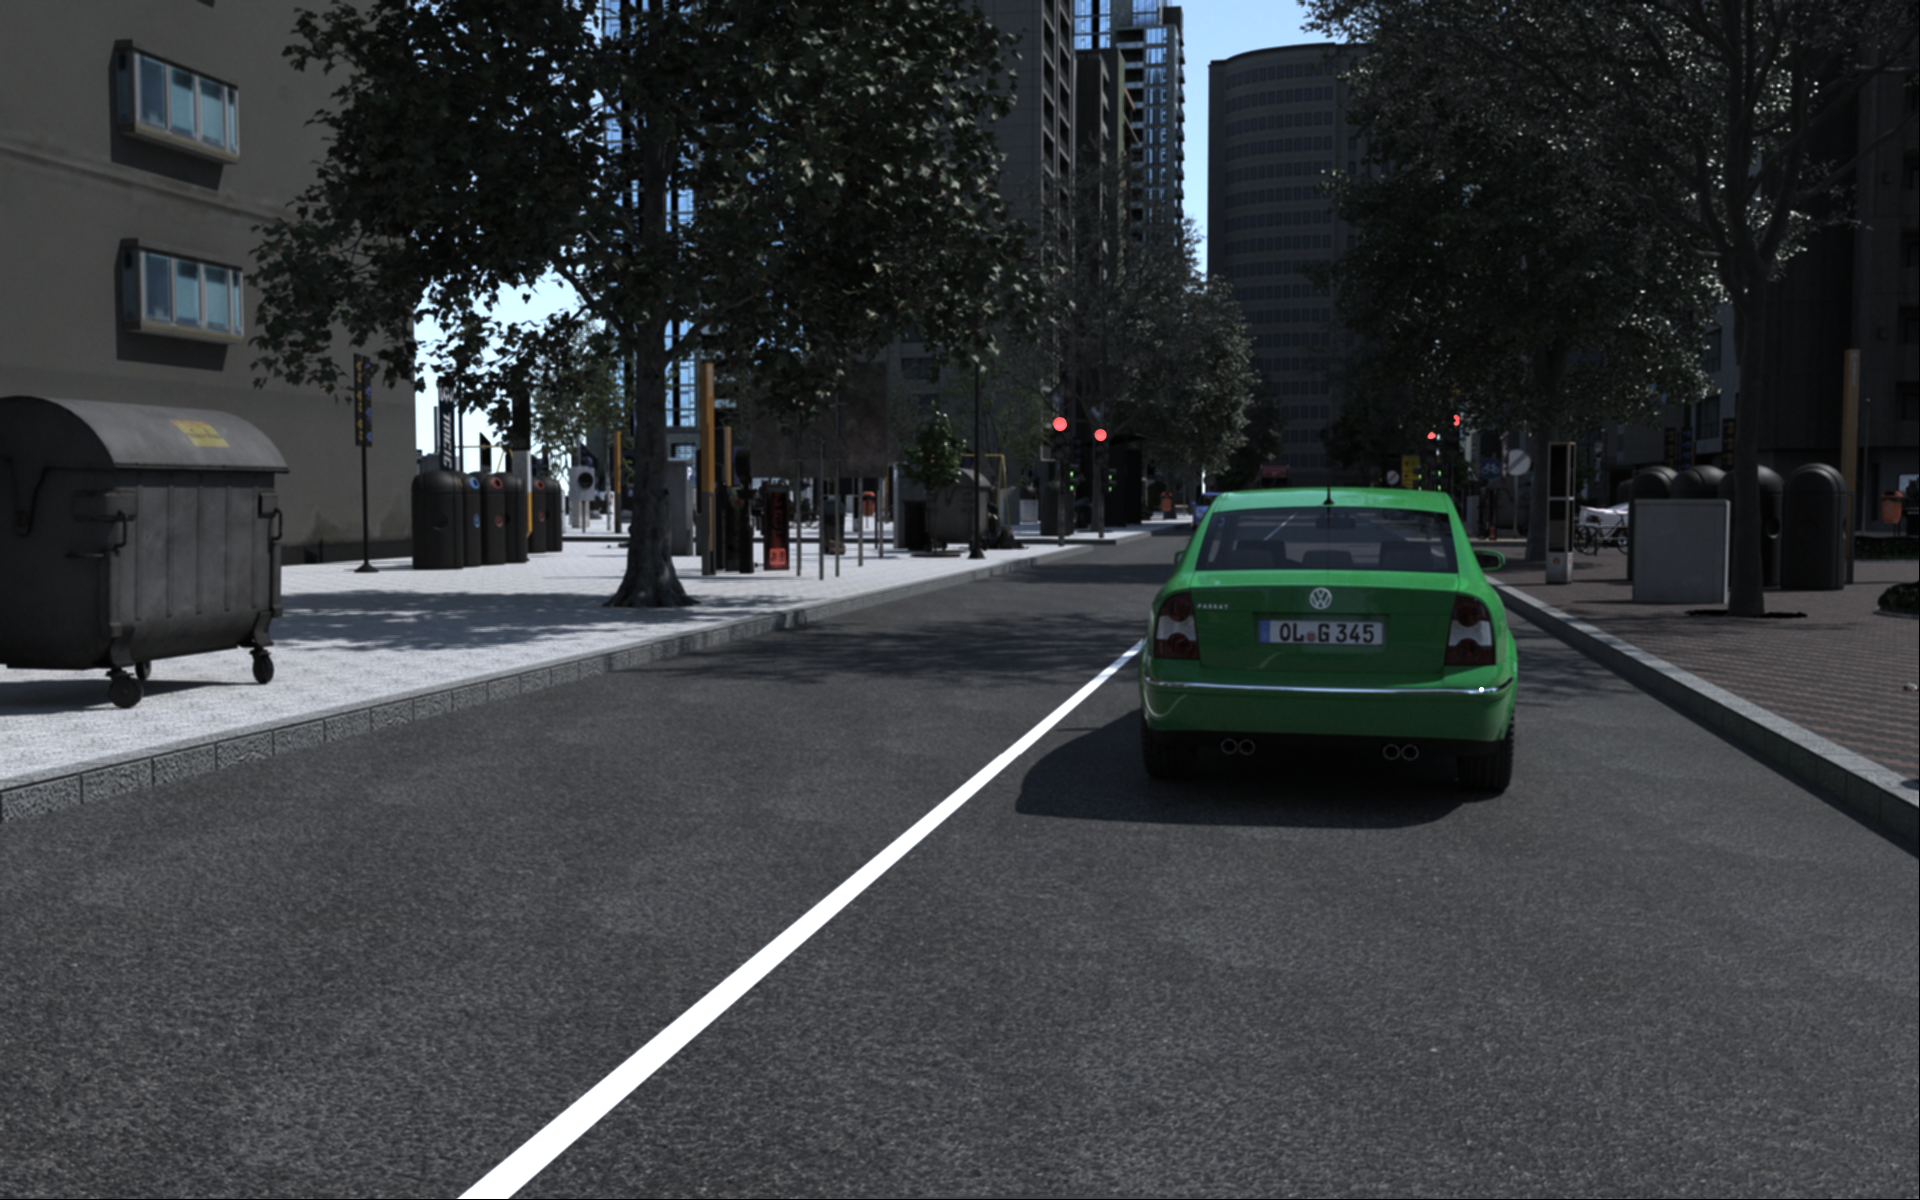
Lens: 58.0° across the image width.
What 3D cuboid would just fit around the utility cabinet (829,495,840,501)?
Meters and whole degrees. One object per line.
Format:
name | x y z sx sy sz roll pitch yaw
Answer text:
utility cabinet | -9.078 -6.962 124.986 1.020 1.237 0.306 3 5 44

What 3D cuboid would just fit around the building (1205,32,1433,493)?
building | 46.451 -41.763 224.830 28.212 58.520 21.231 1 4 12

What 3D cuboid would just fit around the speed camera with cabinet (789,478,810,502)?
speed camera with cabinet | -9.154 -6.111 94.248 2.038 3.252 0.660 1 4 15

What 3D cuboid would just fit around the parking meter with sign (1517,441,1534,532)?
parking meter with sign | 18.791 -3.710 56.917 0.543 3.016 1.738 0 4 -2

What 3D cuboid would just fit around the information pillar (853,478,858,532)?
information pillar | -3.489 -3.321 58.782 0.304 2.012 0.304 0 4 -5

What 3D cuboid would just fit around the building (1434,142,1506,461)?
building | 75.392 -36.735 220.227 30.456 49.044 23.786 1 4 12

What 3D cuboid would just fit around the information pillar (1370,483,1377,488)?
information pillar | 26.816 -6.595 112.325 0.304 2.012 0.304 -2 4 -27

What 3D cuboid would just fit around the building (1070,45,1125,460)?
building | 6.913 -28.860 155.447 14.154 41.232 14.086 1 4 12

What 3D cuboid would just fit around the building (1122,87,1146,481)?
building | 5.091 -32.252 181.937 28.867 44.769 22.147 1 4 12

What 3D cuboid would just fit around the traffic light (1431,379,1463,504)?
traffic light | 11.479 -3.158 40.561 0.839 4.253 0.868 1 4 12

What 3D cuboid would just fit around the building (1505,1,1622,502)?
building | 54.303 -36.345 136.245 21.231 58.520 28.212 1 4 12

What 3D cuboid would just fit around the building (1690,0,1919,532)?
building | 35.217 -17.772 62.270 14.107 30.474 14.160 1 4 12

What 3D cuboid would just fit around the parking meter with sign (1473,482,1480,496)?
parking meter with sign | 28.830 -6.154 96.886 1.738 3.016 0.543 -1 4 -20

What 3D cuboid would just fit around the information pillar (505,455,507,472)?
information pillar | -22.140 -5.750 85.368 0.504 3.616 0.183 -1 4 -9

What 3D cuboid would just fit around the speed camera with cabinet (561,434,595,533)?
speed camera with cabinet | -12.995 -3.812 56.655 2.038 3.252 0.660 -3 5 -40

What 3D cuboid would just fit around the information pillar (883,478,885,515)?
information pillar | -4.616 -6.994 105.698 0.504 3.616 0.183 3 4 37

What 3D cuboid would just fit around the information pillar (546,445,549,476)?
information pillar | -19.504 -5.538 81.893 0.183 3.616 0.504 -1 4 -8

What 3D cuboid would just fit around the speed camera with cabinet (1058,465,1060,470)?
speed camera with cabinet | 6.289 -7.536 117.551 0.660 3.252 2.038 -1 4 -19

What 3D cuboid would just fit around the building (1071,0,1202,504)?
building | 16.697 -56.125 230.322 31.000 86.520 22.319 1 4 12

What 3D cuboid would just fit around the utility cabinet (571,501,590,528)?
utility cabinet | -14.320 -3.470 65.421 0.318 1.500 1.173 0 4 7

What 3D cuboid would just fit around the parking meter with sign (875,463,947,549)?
parking meter with sign | -1.172 -2.707 40.526 1.738 3.016 0.543 -1 4 -20

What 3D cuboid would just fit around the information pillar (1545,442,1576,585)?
information pillar | 8.522 -1.229 24.580 0.304 2.012 0.304 2 4 35

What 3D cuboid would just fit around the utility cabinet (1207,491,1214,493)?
utility cabinet | 17.920 -7.012 123.325 0.318 1.500 1.173 2 4 31

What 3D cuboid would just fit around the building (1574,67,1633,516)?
building | 52.230 -24.956 99.911 32.217 40.220 23.993 1 4 12

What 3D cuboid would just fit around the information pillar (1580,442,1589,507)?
information pillar | 28.309 -5.329 78.483 0.183 3.616 0.504 -1 4 -15

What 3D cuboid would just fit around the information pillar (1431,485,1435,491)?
information pillar | 17.117 -3.582 63.053 0.304 2.012 0.304 0 4 7

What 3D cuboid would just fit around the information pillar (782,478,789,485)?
information pillar | -10.537 -6.928 104.623 0.504 3.616 0.183 3 5 41

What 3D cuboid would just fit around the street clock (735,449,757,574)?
street clock | -3.453 -1.432 27.988 0.358 2.002 0.471 1 4 11

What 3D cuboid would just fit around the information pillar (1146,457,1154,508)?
information pillar | 10.819 -6.563 98.660 0.504 3.616 0.183 -1 4 -16

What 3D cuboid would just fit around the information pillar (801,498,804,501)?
information pillar | -10.483 -7.465 113.412 0.504 3.616 0.183 -1 4 -8

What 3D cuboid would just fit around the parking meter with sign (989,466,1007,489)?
parking meter with sign | 2.077 -6.906 109.170 1.738 3.016 0.543 -1 4 -15

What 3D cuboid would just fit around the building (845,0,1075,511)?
building | 0.194 -42.734 136.956 20.563 71.187 20.611 1 4 12

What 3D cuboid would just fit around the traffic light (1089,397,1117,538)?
traffic light | 4.126 -3.749 50.218 0.839 4.253 0.868 1 4 12

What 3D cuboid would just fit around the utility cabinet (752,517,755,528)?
utility cabinet | -8.287 -3.441 64.932 1.173 1.500 0.318 -2 4 -28

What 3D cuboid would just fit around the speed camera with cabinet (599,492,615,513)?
speed camera with cabinet | -23.898 -7.357 114.624 2.038 3.252 0.660 1 4 17

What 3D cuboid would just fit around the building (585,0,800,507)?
building | -24.470 -53.385 185.519 31.000 86.520 22.319 1 4 12

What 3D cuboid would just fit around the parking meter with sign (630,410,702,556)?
parking meter with sign | -5.944 -2.436 36.093 1.738 3.016 0.543 1 4 13

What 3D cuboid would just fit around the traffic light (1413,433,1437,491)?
traffic light | 13.101 -3.637 48.381 0.839 4.253 0.868 1 4 12

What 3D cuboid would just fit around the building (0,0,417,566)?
building | -23.552 -24.592 25.785 21.600 48.544 21.300 1 4 12

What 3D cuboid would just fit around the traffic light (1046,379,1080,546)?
traffic light | 2.505 -3.271 42.399 0.839 4.253 0.868 1 4 12

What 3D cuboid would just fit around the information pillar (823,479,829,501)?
information pillar | -6.586 -4.923 84.978 0.304 2.012 0.304 0 4 -2

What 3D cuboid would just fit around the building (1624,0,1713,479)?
building | 37.760 -25.995 75.125 14.600 45.320 14.200 1 4 12

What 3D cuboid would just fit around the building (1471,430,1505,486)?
building | 62.000 -52.068 163.977 22.319 86.520 31.000 1 4 12

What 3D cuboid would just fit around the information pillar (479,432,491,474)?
information pillar | -17.931 -4.532 65.450 0.183 3.616 0.504 2 4 35

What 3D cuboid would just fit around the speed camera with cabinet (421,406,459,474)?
speed camera with cabinet | -11.058 -2.736 39.065 2.038 3.252 0.660 0 4 7

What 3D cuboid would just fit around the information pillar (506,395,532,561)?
information pillar | -8.382 -2.553 33.100 0.504 3.616 0.183 3 5 40
